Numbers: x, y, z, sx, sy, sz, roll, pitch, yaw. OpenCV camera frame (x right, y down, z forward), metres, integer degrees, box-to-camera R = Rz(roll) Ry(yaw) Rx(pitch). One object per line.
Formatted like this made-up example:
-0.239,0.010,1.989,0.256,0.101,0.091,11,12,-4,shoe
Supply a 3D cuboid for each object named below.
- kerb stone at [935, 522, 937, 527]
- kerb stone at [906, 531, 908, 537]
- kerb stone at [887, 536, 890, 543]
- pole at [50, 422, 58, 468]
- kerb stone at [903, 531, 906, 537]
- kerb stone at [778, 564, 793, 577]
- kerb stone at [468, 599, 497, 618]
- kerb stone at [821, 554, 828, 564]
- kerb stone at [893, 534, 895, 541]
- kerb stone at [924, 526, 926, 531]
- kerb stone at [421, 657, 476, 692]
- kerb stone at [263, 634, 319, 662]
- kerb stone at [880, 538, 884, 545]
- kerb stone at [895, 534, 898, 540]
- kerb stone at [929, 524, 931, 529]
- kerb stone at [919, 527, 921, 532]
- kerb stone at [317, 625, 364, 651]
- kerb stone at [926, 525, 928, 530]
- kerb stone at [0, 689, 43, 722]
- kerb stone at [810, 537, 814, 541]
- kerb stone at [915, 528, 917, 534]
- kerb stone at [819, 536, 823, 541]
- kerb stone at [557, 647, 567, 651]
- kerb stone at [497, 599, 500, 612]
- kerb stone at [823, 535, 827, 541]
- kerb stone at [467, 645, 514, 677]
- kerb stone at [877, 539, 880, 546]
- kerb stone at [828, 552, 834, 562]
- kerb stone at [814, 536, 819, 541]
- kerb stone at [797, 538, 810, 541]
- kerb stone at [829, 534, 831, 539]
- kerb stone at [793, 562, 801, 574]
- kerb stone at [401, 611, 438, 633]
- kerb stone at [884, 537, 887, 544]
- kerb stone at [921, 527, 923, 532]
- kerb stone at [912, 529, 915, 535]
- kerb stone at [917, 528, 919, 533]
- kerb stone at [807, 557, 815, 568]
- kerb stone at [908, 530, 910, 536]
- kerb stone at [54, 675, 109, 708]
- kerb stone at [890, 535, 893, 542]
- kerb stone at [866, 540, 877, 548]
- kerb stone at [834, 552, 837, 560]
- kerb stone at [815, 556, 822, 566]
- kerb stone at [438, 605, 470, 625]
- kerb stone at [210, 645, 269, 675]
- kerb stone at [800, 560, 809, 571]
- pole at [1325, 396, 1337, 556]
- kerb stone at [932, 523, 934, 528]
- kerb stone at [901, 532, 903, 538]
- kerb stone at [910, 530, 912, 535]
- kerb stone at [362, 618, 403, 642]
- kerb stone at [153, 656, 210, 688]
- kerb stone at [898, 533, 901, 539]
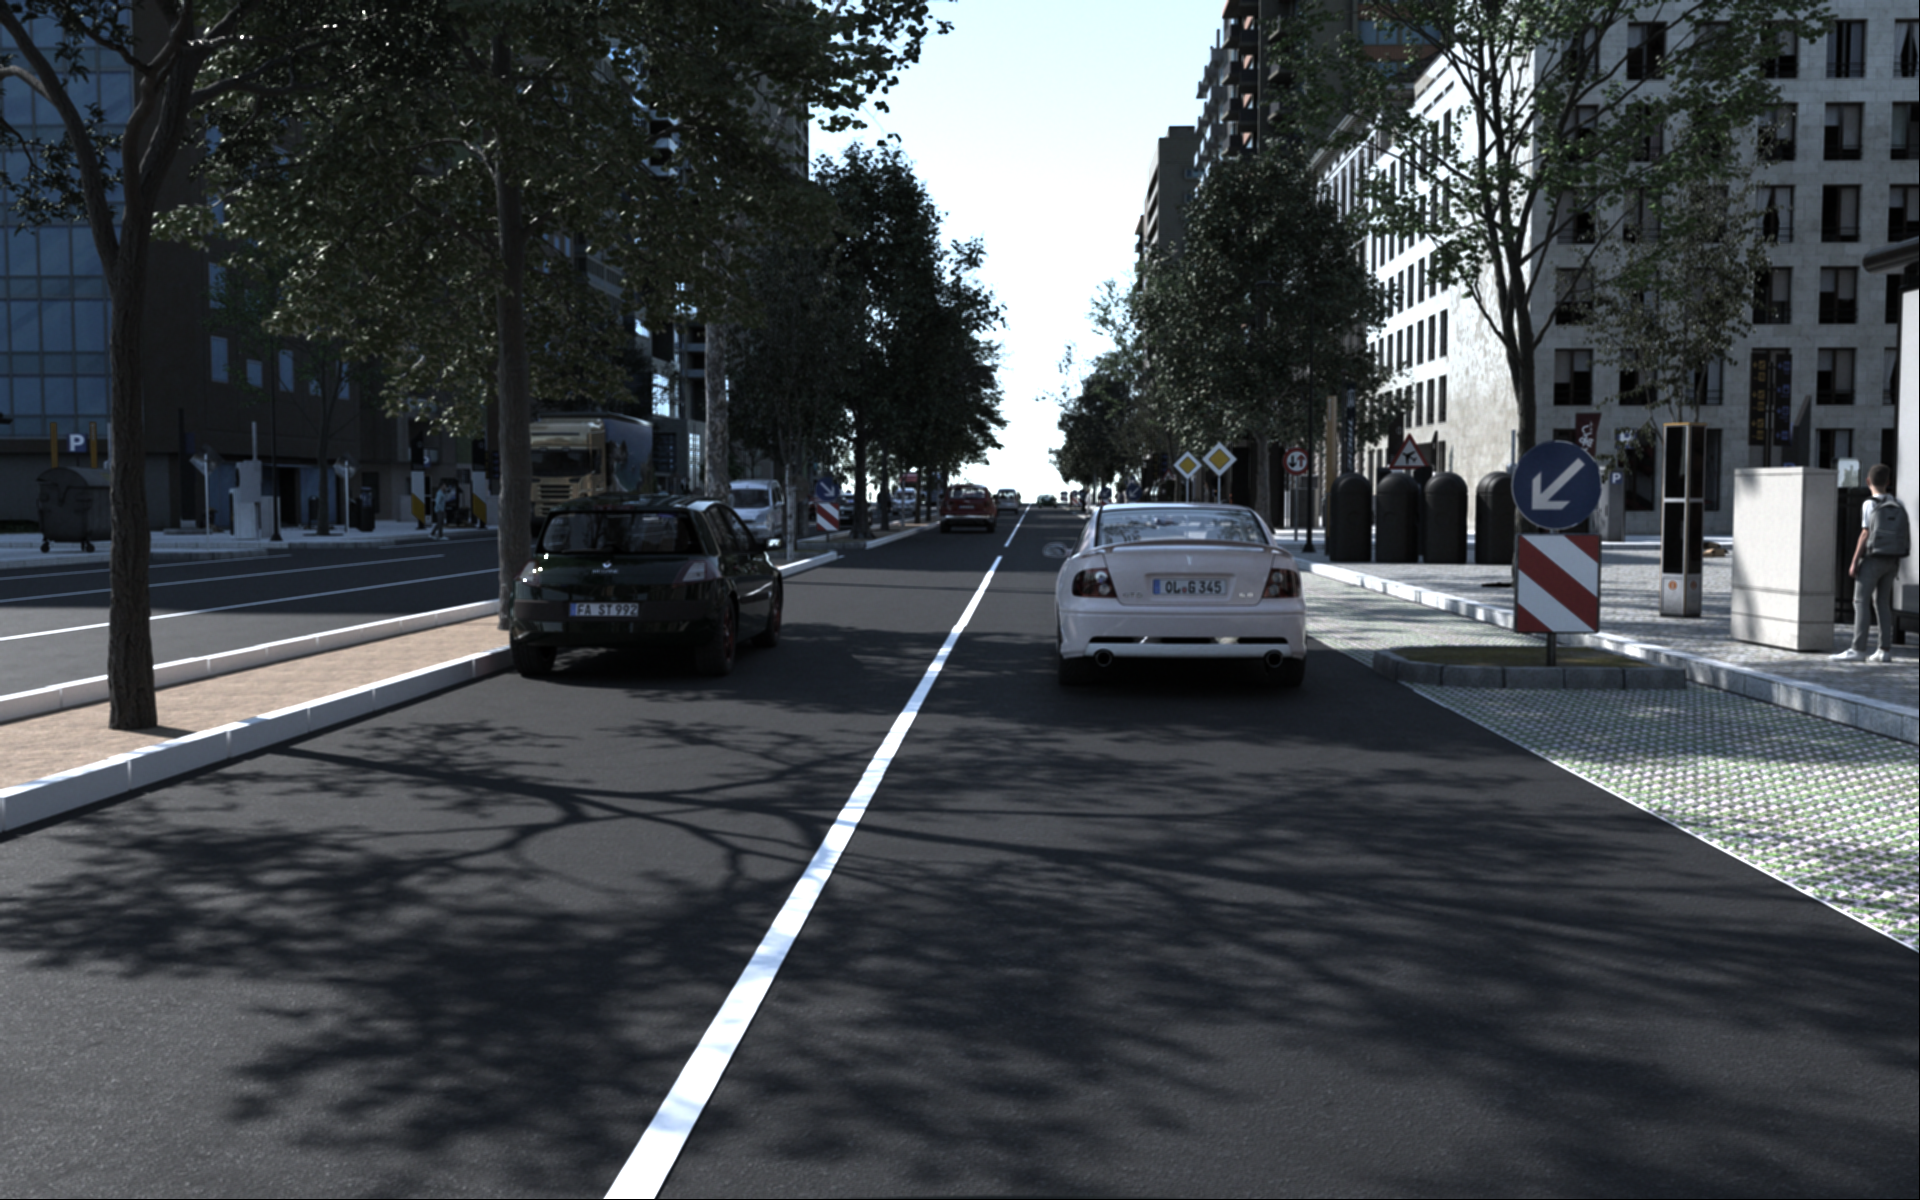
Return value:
-1.181,-3.166,73.961,0.120,0.150,1.000,0,4,3,kerb stone
-1.907,-2.165,57.589,0.120,0.150,1.000,0,4,3,kerb stone
-2.216,-1.726,50.423,0.120,0.150,1.000,0,4,3,kerb stone
-25.801,-3.398,49.399,0.158,3.312,0.155,0,3,0,pole
-1.950,-2.102,56.568,0.120,0.150,1.000,0,4,3,kerb stone
-3.100,-0.499,30.397,0.120,0.150,1.000,0,4,3,kerb stone
-5.649,0.121,20.232,0.120,0.150,1.000,0,4,3,kerb stone
-2.879,-0.812,35.532,0.120,0.150,1.000,0,4,3,kerb stone
-2.134,-1.852,52.469,0.120,0.150,1.000,0,4,3,kerb stone
-1.506,-2.725,66.789,0.120,0.150,1.000,0,4,3,kerb stone
-3.871,0.565,12.977,0.120,0.150,1.000,0,4,3,kerb stone
-5.878,0.436,15.104,0.120,0.150,1.000,0,4,3,kerb stone
-2.307,-1.601,48.370,0.120,0.150,1.000,0,4,3,kerb stone
-2.082,-1.914,53.491,0.120,0.150,1.000,0,4,3,kerb stone
-1.361,-2.912,69.861,0.120,0.150,1.000,0,4,3,kerb stone
-1.632,-2.540,63.723,0.120,0.150,1.000,0,4,3,kerb stone
-5.827,0.371,16.133,0.120,0.150,1.000,0,4,3,kerb stone
-1.459,-2.790,67.816,0.120,0.150,1.000,0,4,3,kerb stone
-6.052,0.694,10.996,0.120,0.150,1.000,0,4,3,kerb stone
-4.362,-1.668,49.475,0.120,0.150,1.000,0,4,3,kerb stone
-1.728,-2.415,61.677,0.120,0.150,1.000,0,4,3,kerb stone
-4.278,-1.793,51.518,0.120,0.150,1.000,0,4,3,kerb stone
-3.733,0.376,16.050,0.120,0.150,1.000,0,4,3,kerb stone
-5.600,0.059,21.275,0.120,0.150,1.000,0,4,3,kerb stone
-4.228,-1.856,52.539,0.120,0.150,1.000,0,4,3,kerb stone
-3.820,0.501,14.001,0.120,0.150,1.000,0,4,3,kerb stone
-2.356,-1.534,47.349,0.120,0.150,1.000,0,4,3,kerb stone
-2.839,-0.875,36.554,0.120,0.150,1.000,0,4,3,kerb stone
-4.316,-1.731,50.496,0.120,0.150,1.000,0,4,3,kerb stone
-4.404,-1.606,48.454,0.120,0.150,1.000,0,4,3,kerb stone
-4.181,-1.918,53.560,0.120,0.150,1.000,0,4,3,kerb stone
-3.055,-0.564,31.424,0.120,0.150,1.000,0,4,3,kerb stone
-5.738,0.245,18.182,0.120,0.150,1.000,0,4,3,kerb stone
-2.265,-1.663,49.391,0.120,0.150,1.000,0,4,3,kerb stone
-1.588,-2.602,64.744,0.120,0.150,1.000,0,4,3,kerb stone
-1.767,-2.352,60.656,0.120,0.150,1.000,0,4,3,kerb stone
-1.678,-2.477,62.698,0.120,0.150,1.000,0,4,3,kerb stone
-2.966,-0.690,33.475,0.120,0.150,1.000,0,4,3,kerb stone
-1.860,-2.227,58.610,0.120,0.150,1.000,0,4,3,kerb stone
-6.009,0.626,12.017,0.120,0.150,1.000,0,4,3,kerb stone
-2.180,-1.787,51.446,0.120,0.150,1.000,0,4,3,kerb stone
-2.403,-1.476,46.328,0.120,0.150,1.000,0,4,3,kerb stone
-2.788,-0.941,37.583,0.120,0.150,1.000,0,4,3,kerb stone
-2.918,-0.751,34.506,0.120,0.150,1.000,0,4,3,kerb stone
-5.689,0.183,19.210,0.120,0.150,1.000,0,4,3,kerb stone
-5.917,0.503,14.076,0.120,0.150,1.000,0,4,3,kerb stone
-3.010,-0.625,32.454,0.120,0.150,1.000,0,4,3,kerb stone
7.720,-2.581,36.047,0.158,3.312,0.155,0,3,0,pole
-1.270,-3.040,71.905,0.120,0.150,1.000,0,4,3,kerb stone
-1.992,-2.039,55.533,0.120,0.150,1.000,0,4,3,kerb stone
-1.821,-2.290,59.636,0.120,0.150,1.000,0,4,3,kerb stone
-5.786,0.308,17.154,0.120,0.150,1.000,0,4,3,kerb stone
-5.962,0.560,13.041,0.120,0.150,1.000,0,4,3,kerb stone
-2.042,-1.977,54.512,0.120,0.150,1.000,0,4,3,kerb stone
